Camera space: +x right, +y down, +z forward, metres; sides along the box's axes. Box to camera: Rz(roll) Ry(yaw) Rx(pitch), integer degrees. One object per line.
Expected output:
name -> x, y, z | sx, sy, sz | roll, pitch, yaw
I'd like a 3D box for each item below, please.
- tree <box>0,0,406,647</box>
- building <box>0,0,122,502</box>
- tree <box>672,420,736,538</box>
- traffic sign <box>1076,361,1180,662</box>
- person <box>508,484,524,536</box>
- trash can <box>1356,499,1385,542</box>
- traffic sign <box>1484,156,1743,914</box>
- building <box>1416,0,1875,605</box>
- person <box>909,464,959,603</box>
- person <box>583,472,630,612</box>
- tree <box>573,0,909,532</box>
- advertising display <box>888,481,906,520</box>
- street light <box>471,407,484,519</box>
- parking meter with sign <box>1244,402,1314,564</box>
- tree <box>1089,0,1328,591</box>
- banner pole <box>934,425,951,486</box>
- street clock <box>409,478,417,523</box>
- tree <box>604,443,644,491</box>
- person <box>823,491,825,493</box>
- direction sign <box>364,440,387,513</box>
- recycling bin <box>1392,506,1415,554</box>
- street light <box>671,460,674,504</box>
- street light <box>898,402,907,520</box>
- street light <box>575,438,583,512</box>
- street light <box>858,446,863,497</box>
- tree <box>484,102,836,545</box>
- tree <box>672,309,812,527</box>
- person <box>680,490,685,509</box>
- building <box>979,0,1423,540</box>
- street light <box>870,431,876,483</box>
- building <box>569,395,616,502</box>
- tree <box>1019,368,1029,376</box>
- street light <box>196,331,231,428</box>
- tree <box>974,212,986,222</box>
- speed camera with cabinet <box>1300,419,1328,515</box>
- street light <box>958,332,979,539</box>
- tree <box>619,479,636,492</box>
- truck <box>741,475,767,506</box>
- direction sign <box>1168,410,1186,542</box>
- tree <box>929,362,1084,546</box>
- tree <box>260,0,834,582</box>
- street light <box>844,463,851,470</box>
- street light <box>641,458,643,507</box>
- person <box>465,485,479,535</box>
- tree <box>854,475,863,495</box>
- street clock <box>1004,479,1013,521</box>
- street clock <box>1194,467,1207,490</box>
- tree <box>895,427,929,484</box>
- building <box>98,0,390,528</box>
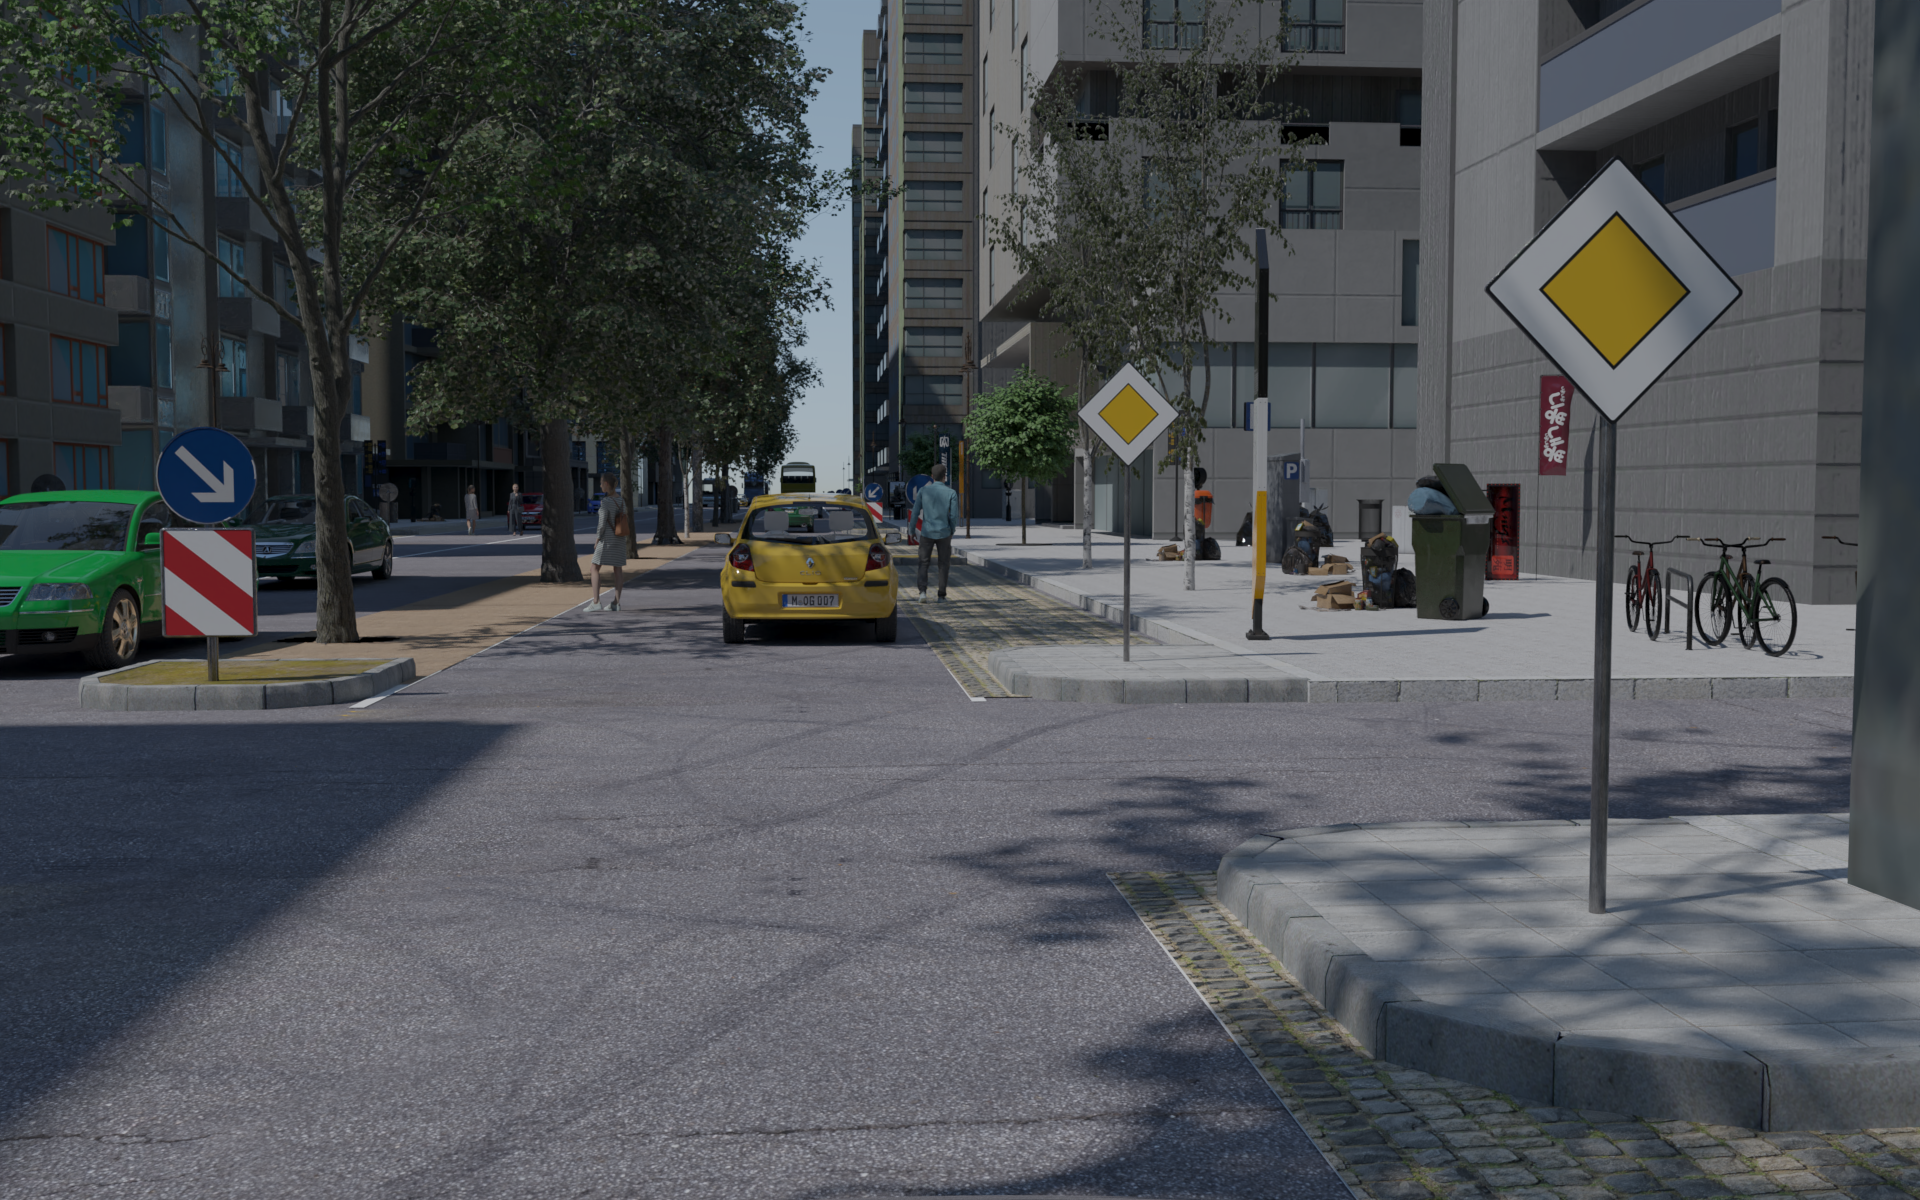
tree -> -6.120, -5.397, 16.449 | 9.928, 11.665, 9.643 | 0, 3, 0
building -> -33.703, -11.170, 27.667 | 27.650, 21.520, 28.899 | 0, 4, -5
tree -> -8.811, -6.291, 55.670 | 4.360, 8.622, 3.978 | 0, 3, 0
traffic sign -> 1.272, -0.585, 13.202 | 0.795, 2.450, 0.064 | 0, 4, -5
person -> -15.205, -3.080, 59.282 | 0.576, 1.772, 0.534 | 0, 4, -4
trash can -> 10.991, -2.126, 46.406 | 0.748, 1.137, 0.748 | 0, 3, 0
traffic sign -> 1.950, -0.098, 5.245 | 0.795, 2.450, 0.064 | 0, 4, -5
building -> 23.414, -29.473, 23.883 | 28.212, 58.520, 21.231 | 0, 4, -5
person -> -0.347, -0.863, 22.638 | 0.660, 1.820, 0.620 | 0, 4, 5
person -> -4.273, -0.714, 21.181 | 0.522, 1.701, 0.512 | 1, 4, 23
tree -> -8.598, -12.574, 63.936 | 12.611, 20.169, 13.585 | 0, 3, 0
advertising display -> -3.109, -4.913, 85.548 | 0.974, 1.923, 0.123 | -3, 4, -36
street light -> -24.483, -7.049, 88.041 | 0.468, 5.910, 1.993 | 0, 4, -5
parking meter with sign -> 5.954, -2.196, 32.164 | 0.543, 3.016, 1.738 | -1, 4, -22
tree -> 2.817, -4.428, 22.760 | 4.360, 8.622, 3.978 | 0, 3, 0
banner pole -> -0.701, -4.456, 62.879 | 0.863, 3.779, 0.401 | 2, 4, 31
street clock -> -24.684, -4.499, 78.130 | 0.358, 2.002, 0.471 | -2, 4, -31
tree -> -31.389, -13.010, 163.074 | 4.737, 8.622, 4.395 | 0, 3, 0
person -> -19.440, -14.600, 246.847 | 1.348, 1.869, 0.705 | -3, 5, -42
direction sign -> -24.500, -4.932, 72.636 | 0.876, 3.537, 0.379 | -2, 4, -24
recycling bin -> 9.781, -1.507, 37.197 | 0.722, 1.027, 0.722 | -3, 4, -39
street light -> -34.766, -14.468, 209.335 | 0.468, 5.910, 1.993 | 0, 4, -5
street light -> -2.893, -6.977, 86.857 | 0.468, 5.910, 1.993 | 0, 4, -5
street light -> -27.679, -9.358, 125.785 | 0.468, 5.910, 1.993 | 0, 4, -5
street light -> -9.438, -11.685, 163.838 | 0.468, 5.910, 1.993 | 0, 4, -5
tree -> -8.298, -7.892, 48.491 | 9.611, 12.733, 9.660 | 0, 3, 0
tree -> -10.621, -8.421, 74.550 | 8.767, 10.594, 7.601 | 0, 4, -5
person -> -26.674, -9.705, 167.310 | 0.705, 1.807, 1.348 | -2, 4, -34
building -> 15.276, -28.876, 61.355 | 28.713, 52.752, 27.495 | 0, 4, -5
street light -> -6.317, -9.399, 126.459 | 0.468, 5.910, 1.993 | 0, 4, -5
building -> -46.187, -27.781, 146.103 | 32.217, 40.220, 23.993 | 0, 4, -5
tree -> 4.306, -7.814, 78.114 | 4.737, 8.622, 4.395 | 0, 3, 0
street light -> -21.155, -4.674, 49.203 | 0.468, 5.910, 1.993 | 0, 4, -5
tree -> 2.429, -4.843, 29.540 | 4.360, 8.622, 3.978 | 0, 3, 0
speed camera with cabinet -> 9.207, -3.176, 46.262 | 0.660, 3.252, 2.038 | 2, 4, 32
street light -> 0.233, -4.691, 49.478 | 0.468, 5.910, 1.993 | 0, 4, -5
tree -> -32.572, -10.687, 169.334 | 1.663, 3.219, 1.824 | 0, 3, 0
truck -> -25.344, -13.746, 214.500 | 2.967, 4.110, 18.799 | 0, 4, -6
direction sign -> 5.866, -3.356, 46.864 | 0.379, 3.537, 0.876 | -2, 4, -25
tree -> 1.689, -3.647, 43.341 | 4.285, 4.588, 4.351 | 0, 3, 0
tree -> -6.488, -7.255, 27.729 | 9.857, 13.997, 8.962 | 0, 3, 0
street light -> -13.353, -14.406, 208.326 | 0.468, 5.910, 1.993 | 0, 4, -5
street light -> -31.645, -12.174, 171.829 | 0.468, 5.910, 1.993 | 0, 4, -5
person -> -16.865, -3.095, 59.847 | 0.466, 1.731, 0.760 | -1, 4, -18
tree -> -9.659, -10.884, 172.555 | 1.663, 3.219, 1.824 | 0, 3, 0
street clock -> 2.287, -4.704, 81.486 | 0.358, 2.002, 0.471 | 3, 4, 37
street clock -> 6.462, -2.595, 47.001 | 0.358, 2.002, 0.471 | -2, 4, -32
tree -> -1.193, -5.741, 77.586 | 4.285, 4.588, 4.351 | 0, 3, 0
building -> -36.605, -27.350, 66.773 | 23.786, 49.044, 30.456 | 0, 4, -5
